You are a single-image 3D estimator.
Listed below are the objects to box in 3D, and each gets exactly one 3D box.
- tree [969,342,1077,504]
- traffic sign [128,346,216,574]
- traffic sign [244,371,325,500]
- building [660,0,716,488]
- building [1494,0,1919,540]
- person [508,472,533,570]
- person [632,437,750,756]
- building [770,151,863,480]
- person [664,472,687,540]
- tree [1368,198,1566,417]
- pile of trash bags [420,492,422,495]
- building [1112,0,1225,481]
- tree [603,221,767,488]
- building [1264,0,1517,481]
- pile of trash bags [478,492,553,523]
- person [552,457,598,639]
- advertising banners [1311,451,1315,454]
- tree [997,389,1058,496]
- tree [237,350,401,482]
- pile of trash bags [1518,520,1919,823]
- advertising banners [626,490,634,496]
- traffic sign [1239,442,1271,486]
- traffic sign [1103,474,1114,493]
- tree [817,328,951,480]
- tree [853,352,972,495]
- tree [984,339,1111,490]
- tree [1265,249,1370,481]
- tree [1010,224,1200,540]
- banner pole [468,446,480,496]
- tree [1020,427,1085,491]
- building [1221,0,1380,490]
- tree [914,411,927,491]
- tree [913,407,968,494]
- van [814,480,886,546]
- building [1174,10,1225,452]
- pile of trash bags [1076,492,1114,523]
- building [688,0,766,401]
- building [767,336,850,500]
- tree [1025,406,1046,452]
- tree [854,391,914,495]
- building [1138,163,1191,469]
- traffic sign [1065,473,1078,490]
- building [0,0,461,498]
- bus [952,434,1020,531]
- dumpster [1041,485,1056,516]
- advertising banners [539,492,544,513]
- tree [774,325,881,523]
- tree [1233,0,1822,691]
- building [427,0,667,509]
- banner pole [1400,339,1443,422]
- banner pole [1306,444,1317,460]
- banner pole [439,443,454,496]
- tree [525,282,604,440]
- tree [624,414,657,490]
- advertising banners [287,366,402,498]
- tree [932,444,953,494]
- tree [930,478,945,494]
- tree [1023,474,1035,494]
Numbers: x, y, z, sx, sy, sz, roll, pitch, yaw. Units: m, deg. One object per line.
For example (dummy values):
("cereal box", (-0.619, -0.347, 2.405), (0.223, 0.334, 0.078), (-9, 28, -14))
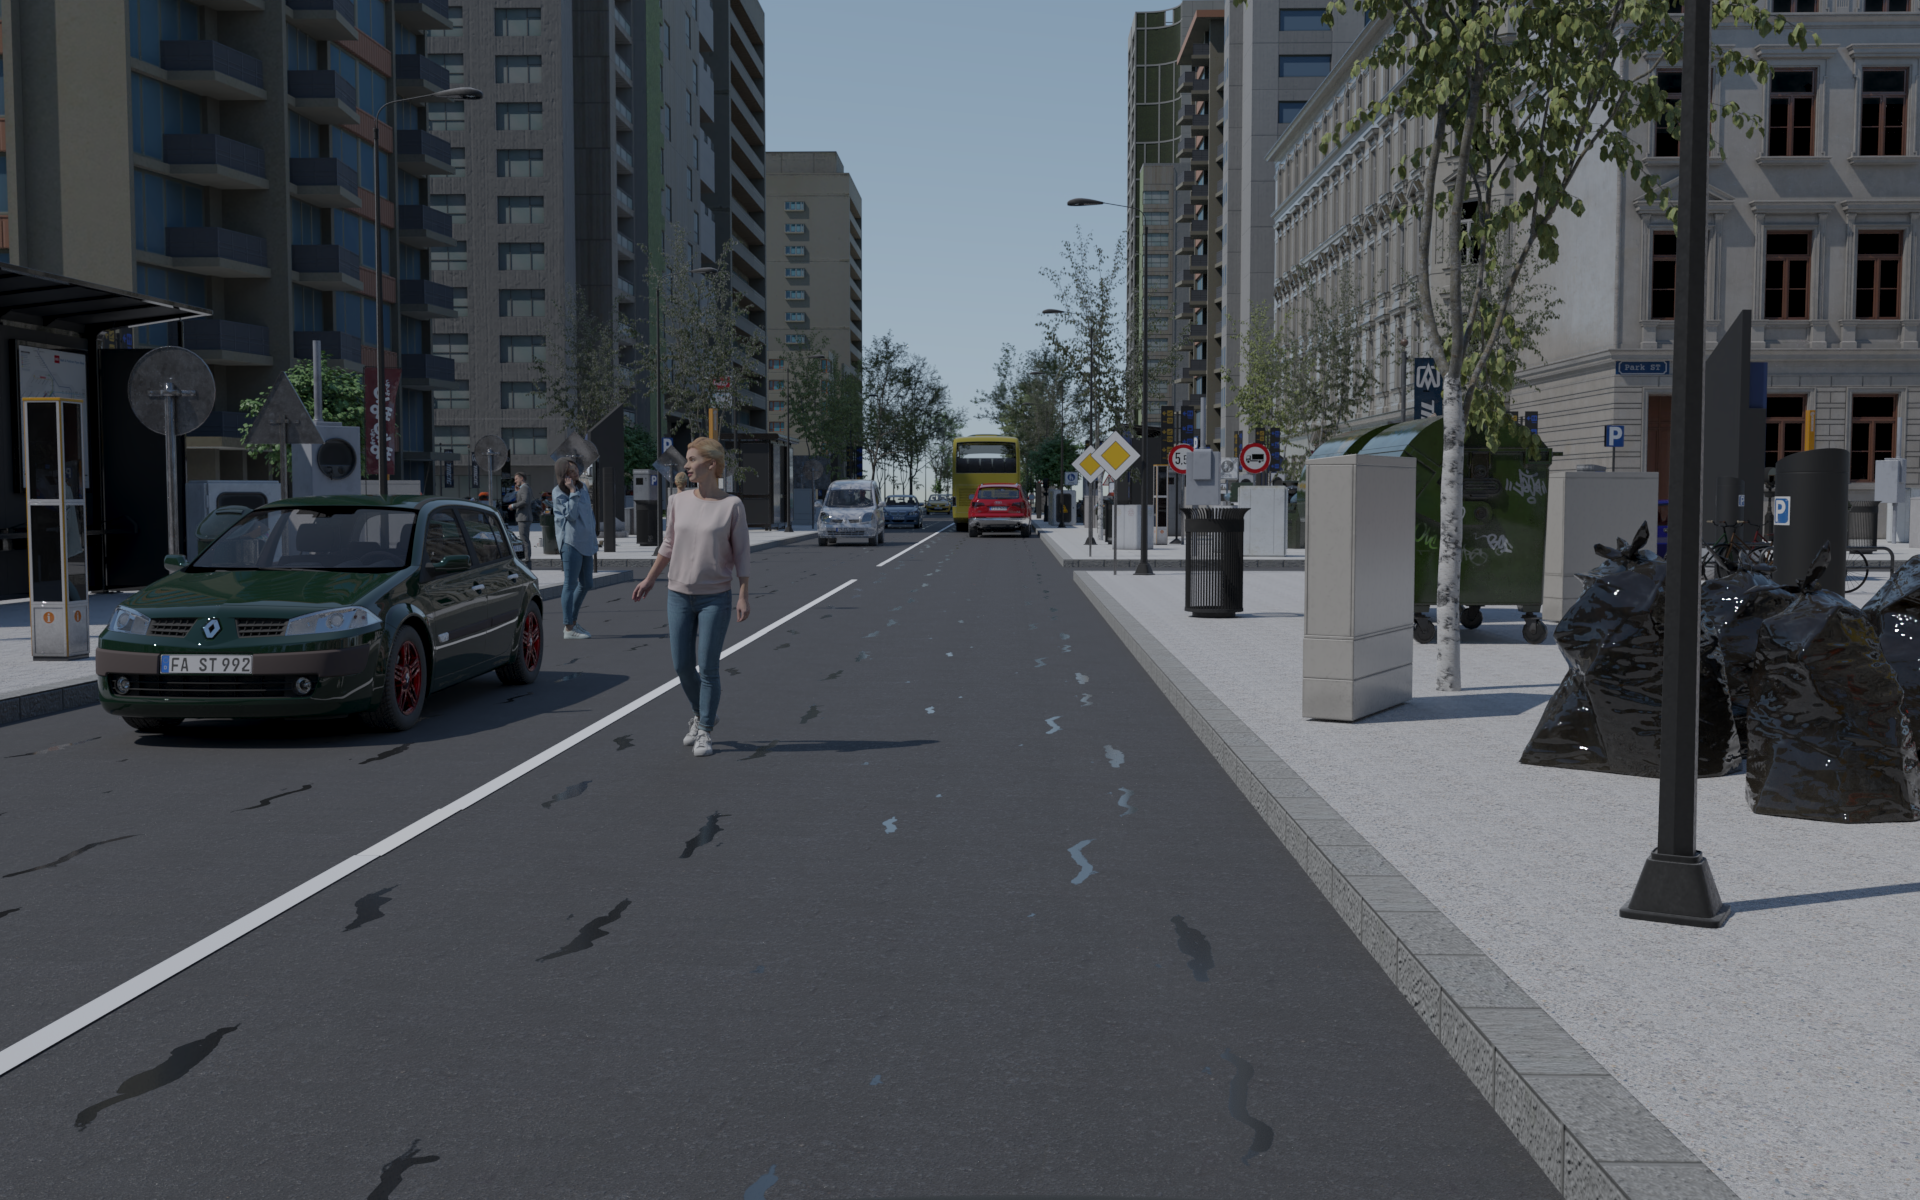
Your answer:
("tree", (8.058, -22.061, 216.578), (12.611, 20.169, 13.585), (0, 3, 0))
("traffic sign", (-6.798, -0.907, 14.943), (0.768, 2.556, 0.104), (0, 4, 3))
("traffic sign", (-7.172, -1.124, 18.384), (0.884, 2.594, 0.081), (0, 4, 4))
("building", (-32.771, -32.729, 124.358), (28.713, 52.752, 27.495), (0, 4, 1))
("building", (28.329, -13.265, 53.033), (21.152, 22.565, 11.583), (0, 4, 1))
("person", (-8.311, -1.497, 32.778), (0.447, 1.846, 0.655), (-1, 4, -12))
("person", (-1.477, -0.030, 9.664), (0.731, 1.740, 0.598), (0, 4, 7))
("building", (-25.475, -38.182, 247.972), (21.300, 48.544, 21.600), (0, 4, 1))
("person", (-3.735, -0.931, 24.395), (0.598, 1.740, 0.731), (3, 5, 42))
("tree", (12.786, -5.631, 42.429), (4.360, 8.622, 3.978), (0, 3, 0))
("pile of trash bags", (-16.812, -2.735, 54.462), (1.912, 1.369, 3.447), (-2, 4, -30))
("building", (33.432, -50.067, 256.853), (20.563, 71.187, 20.611), (0, 4, 1))
("tree", (-7.020, -5.886, 46.593), (4.360, 8.622, 3.978), (0, 3, 0))
("building", (27.157, -19.041, 87.735), (17.030, 29.872, 44.131), (0, 4, 1))
("pile of trash bags", (-22.385, -4.690, 86.432), (3.447, 1.369, 1.912), (0, 4, 8))
("person", (-3.835, -0.515, 17.179), (0.793, 1.790, 0.793), (-1, 4, -15))
("advertising banners", (13.532, -4.490, 69.601), (2.074, 3.025, 0.090), (-1, 4, -12))
("tree", (7.121, -15.857, 177.395), (7.486, 12.596, 7.792), (0, 3, 0))
("tree", (-14.123, -3.357, 38.601), (4.285, 4.588, 4.351), (0, 3, 0))
("pile of trash bags", (4.004, 0.152, 7.274), (1.912, 1.369, 3.447), (-1, 4, -20))
("advertising banners", (-13.021, -4.444, 68.840), (2.074, 3.025, 0.090), (-1, 4, -20))
("traffic sign", (7.283, -2.614, 42.843), (0.768, 2.556, 0.104), (0, 4, 2))
("traffic sign", (9.512, -6.768, 110.655), (0.884, 2.594, 0.081), (0, 4, 7))
("tree", (-4.832, -9.982, 97.621), (7.601, 10.594, 8.767), (2, 4, 34))
("tree", (-4.149, -14.594, 148.977), (12.009, 13.543, 11.850), (0, 3, 0))
("tree", (5.852, -10.381, 104.147), (7.601, 10.594, 8.767), (3, 5, 40))
("tree", (11.246, -6.281, 53.054), (4.360, 8.622, 3.978), (0, 3, 0))
("tree", (4.106, -5.955, 47.722), (4.360, 8.622, 3.978), (0, 3, 0))
("banner pole", (-25.315, -6.119, 90.065), (0.401, 3.779, 0.863), (3, 5, 41))
("tree", (4.872, -6.159, 84.417), (4.285, 4.588, 4.351), (0, 3, 0))
("building", (30.145, -35.848, 128.113), (21.231, 58.520, 28.212), (0, 4, 1))
("tree", (-4.158, -10.801, 126.962), (4.360, 8.622, 3.978), (0, 3, 0))
("tree", (-2.557, -16.943, 202.766), (9.928, 11.665, 9.643), (0, 3, 0))
("van", (-3.066, -2.578, 49.169), (2.013, 2.044, 4.112), (0, 4, 1))
("building", (31.182, -30.726, 157.001), (22.147, 44.769, 28.867), (0, 4, 1))
("pile of trash bags", (6.285, -4.188, 78.225), (1.912, 1.369, 3.447), (2, 4, 29))
("building", (-28.714, -32.122, 148.890), (21.300, 48.544, 21.600), (0, 4, 1))
("building", (-29.247, -23.159, 223.685), (27.650, 21.520, 28.899), (0, 4, 1))
("tree", (6.808, -11.382, 136.463), (4.737, 8.622, 4.395), (0, 3, 0))
("tree", (-5.314, -10.101, 115.521), (4.360, 8.622, 3.978), (0, 3, 0))
("building", (29.275, -32.589, 216.432), (14.154, 41.232, 14.086), (0, 4, 1))
("traffic sign", (5.172, -4.792, 80.484), (0.606, 2.300, 0.079), (0, 4, 4))
("building", (-32.498, -25.131, 65.523), (22.147, 44.769, 28.867), (0, 4, 1))
("bus", (1.063, -4.800, 70.033), (2.896, 3.916, 12.252), (0, 4, 1))
("dumpster", (5.028, -5.641, 97.984), (1.264, 1.857, 1.865), (0, 4, 1))
("advertising banners", (-21.830, -5.942, 93.335), (2.074, 3.025, 0.090), (2, 4, 27))
("tree", (-6.261, -7.657, 75.550), (4.737, 8.622, 4.395), (0, 3, 0))
("tree", (3.431, -3.711, 11.041), (4.737, 8.622, 4.395), (0, 3, 0))
("building", (-25.606, -25.547, 101.296), (14.154, 41.232, 14.086), (0, 4, 1))
("banner pole", (7.388, -2.322, 27.983), (0.863, 3.779, 0.401), (0, 4, 3))
("banner pole", (17.567, -5.906, 86.588), (0.401, 3.779, 0.863), (-3, 4, -37))
("banner pole", (-25.104, -5.784, 84.578), (0.863, 3.779, 0.401), (-2, 4, -33))
("tree", (-12.700, -6.685, 59.665), (4.360, 8.622, 3.978), (0, 3, 0))
("tree", (-13.765, -5.368, 71.473), (4.285, 4.588, 4.351), (0, 3, 0))
("advertising banners", (-8.566, -1.667, 23.439), (2.074, 3.025, 0.090), (-2, 4, -34))
("tree", (-2.113, -18.381, 250.897), (4.737, 8.622, 4.395), (0, 3, 0))
("tree", (-2.288, -11.831, 188.037), (1.663, 3.219, 1.824), (0, 3, 0))
("tree", (6.183, -9.809, 154.973), (1.663, 3.219, 1.824), (0, 3, 0))
